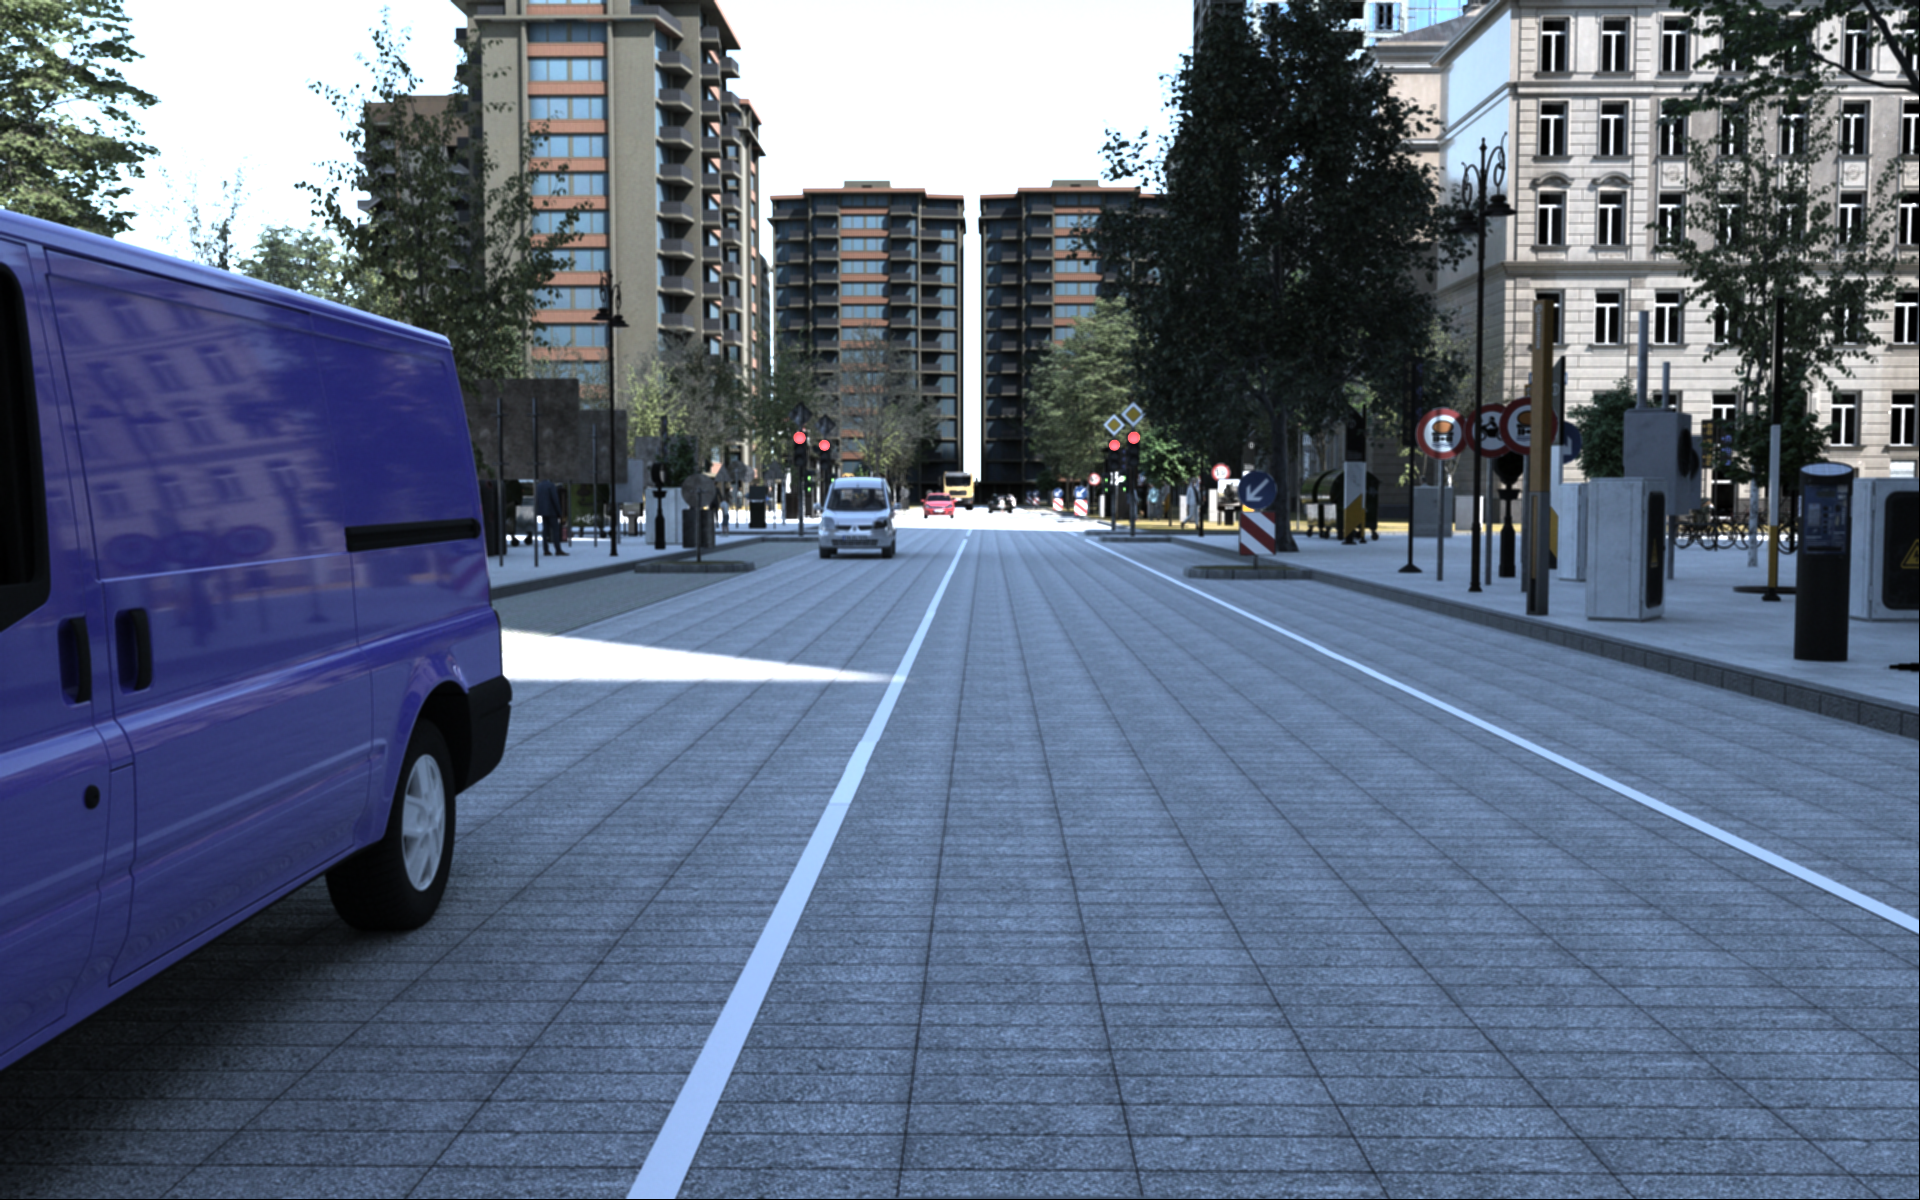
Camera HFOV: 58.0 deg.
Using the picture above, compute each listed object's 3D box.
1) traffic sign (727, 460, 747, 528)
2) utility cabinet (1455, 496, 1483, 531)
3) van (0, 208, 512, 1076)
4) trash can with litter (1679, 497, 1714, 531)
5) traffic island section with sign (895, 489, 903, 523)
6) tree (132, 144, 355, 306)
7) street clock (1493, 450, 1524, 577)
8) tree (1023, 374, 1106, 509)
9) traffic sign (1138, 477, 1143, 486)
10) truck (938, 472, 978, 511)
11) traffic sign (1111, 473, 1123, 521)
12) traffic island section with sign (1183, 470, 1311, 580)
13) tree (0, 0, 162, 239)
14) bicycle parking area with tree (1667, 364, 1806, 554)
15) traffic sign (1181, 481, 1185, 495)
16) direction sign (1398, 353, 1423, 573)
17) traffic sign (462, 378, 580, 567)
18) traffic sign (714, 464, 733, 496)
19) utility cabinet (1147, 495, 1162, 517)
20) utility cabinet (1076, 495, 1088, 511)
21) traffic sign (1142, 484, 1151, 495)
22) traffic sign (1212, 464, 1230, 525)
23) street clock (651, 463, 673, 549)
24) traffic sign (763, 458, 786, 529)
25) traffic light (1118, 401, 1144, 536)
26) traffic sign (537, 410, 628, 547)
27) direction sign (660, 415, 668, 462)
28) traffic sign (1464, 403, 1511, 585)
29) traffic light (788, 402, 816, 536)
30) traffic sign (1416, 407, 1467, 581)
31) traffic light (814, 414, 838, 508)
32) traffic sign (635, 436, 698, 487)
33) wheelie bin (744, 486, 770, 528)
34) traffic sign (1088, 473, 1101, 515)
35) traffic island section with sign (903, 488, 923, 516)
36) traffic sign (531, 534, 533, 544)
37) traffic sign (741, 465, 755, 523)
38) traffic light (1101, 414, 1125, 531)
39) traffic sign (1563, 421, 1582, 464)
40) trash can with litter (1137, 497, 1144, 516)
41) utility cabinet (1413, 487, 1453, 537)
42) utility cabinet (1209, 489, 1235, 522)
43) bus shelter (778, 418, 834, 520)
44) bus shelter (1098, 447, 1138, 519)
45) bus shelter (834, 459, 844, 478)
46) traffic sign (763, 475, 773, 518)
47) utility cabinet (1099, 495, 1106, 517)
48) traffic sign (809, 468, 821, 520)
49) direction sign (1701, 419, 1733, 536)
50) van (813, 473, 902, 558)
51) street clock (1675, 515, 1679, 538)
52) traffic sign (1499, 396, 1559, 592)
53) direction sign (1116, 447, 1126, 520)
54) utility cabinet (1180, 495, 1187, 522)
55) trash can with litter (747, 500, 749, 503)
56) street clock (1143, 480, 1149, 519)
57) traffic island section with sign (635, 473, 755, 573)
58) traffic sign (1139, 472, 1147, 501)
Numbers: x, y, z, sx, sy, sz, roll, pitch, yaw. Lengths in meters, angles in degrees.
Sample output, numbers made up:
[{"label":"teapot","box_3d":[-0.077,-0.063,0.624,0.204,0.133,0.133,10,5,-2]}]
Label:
[{"label":"traffic sign","box_3d":[-8.450,-4.005,65.584,0.768,2.556,0.104,0,4,2]},{"label":"utility cabinet","box_3d":[17.867,-3.035,60.776,0.306,1.237,1.020,-2,4,-32]},{"label":"van","box_3d":[-2.697,0.018,4.090,2.240,2.365,5.245,0,4,0]},{"label":"trash can with litter","box_3d":[25.408,-2.963,59.826,1.055,1.170,0.624,-1,4,-14]},{"label":"traffic island section with sign","box_3d":[-4.014,-4.757,86.404,1.989,1.847,2.006,0,4,1]},{"label":"tree","box_3d":[-15.601,-5.318,37.308,4.360,8.622,3.978,0,3,0]},{"label":"street clock","box_3d":[8.464,-1.356,26.736,0.471,2.002,0.358,0,4,-4]},{"label":"tree","box_3d":[9.129,-13.380,144.523,9.928,11.665,9.643,0,3,0]},{"label":"traffic sign","box_3d":[12.281,-7.336,119.947,0.884,2.594,0.081,1,4,9]},{"label":"truck","box_3d":[-0.108,-9.586,152.654,3.469,3.379,9.791,0,4,1]},{"label":"traffic sign","box_3d":[7.332,-4.820,80.938,0.606,2.300,0.079,1,4,9]},{"label":"traffic island section with sign","box_3d":[4.912,-1.304,29.956,1.989,1.847,2.006,0,4,1]},{"label":"tree","box_3d":[-16.709,-6.702,27.702,7.486,12.596,7.792,0,3,0]},{"label":"bicycle parking area with tree","box_3d":[20.693,-3.187,39.102,8.231,4.147,9.016,-1,4,-8]},{"label":"traffic sign","box_3d":[11.531,-5.507,90.142,0.768,2.556,0.104,0,4,6]},{"label":"direction sign","box_3d":[7.386,-2.221,28.313,0.379,3.537,0.876,2,4,33]},{"label":"traffic sign","box_3d":[-7.816,-2.246,30.589,2.265,3.308,0.079,0,4,7]},{"label":"traffic sign","box_3d":[-10.196,-4.559,74.536,0.884,2.594,0.081,0,4,5]},{"label":"utility cabinet","box_3d":[10.745,-5.175,95.778,1.020,1.237,0.306,-3,5,-40]},{"label":"utility cabinet","box_3d":[9.092,-7.225,129.287,0.306,1.237,1.020,3,5,44]},{"label":"traffic sign","box_3d":[12.287,-6.890,112.656,0.884,2.594,0.081,1,4,9]},{"label":"traffic sign","box_3d":[10.866,-4.408,72.179,0.768,2.556,0.104,1,4,9]},{"label":"street clock","box_3d":[-6.973,-2.180,40.220,0.358,2.002,0.471,1,4,13]},{"label":"traffic sign","box_3d":[-6.776,-3.868,63.240,0.884,2.594,0.081,1,4,8]},{"label":"traffic light","box_3d":[5.232,-3.894,52.583,0.839,4.253,0.868,0,4,1]},{"label":"traffic sign","box_3d":[-9.159,-2.941,41.963,2.265,3.308,0.079,0,4,8]},{"label":"direction sign","box_3d":[-8.551,-3.553,50.093,0.379,3.537,0.876,-1,4,-20]},{"label":"traffic sign","box_3d":[7.463,-1.486,24.399,0.768,2.556,0.104,0,4,4]},{"label":"traffic light","box_3d":[-4.828,-3.902,52.726,0.839,4.253,0.868,0,4,1]},{"label":"traffic sign","box_3d":[7.115,-1.559,25.600,0.768,2.556,0.104,1,4,10]},{"label":"traffic light","box_3d":[-4.702,-4.391,60.710,0.839,4.253,0.868,0,4,1]},{"label":"traffic sign","box_3d":[-10.349,-4.111,61.088,2.265,3.308,0.079,0,4,5]},{"label":"wheelie bin","box_3d":[-7.591,-3.483,64.862,0.980,1.594,0.693,0,4,0]},{"label":"traffic sign","box_3d":[8.086,-6.376,104.352,0.768,2.556,0.104,0,4,3]},{"label":"traffic island section with sign","box_3d":[-3.578,-6.444,113.992,1.989,1.847,2.006,0,4,1]},{"label":"traffic sign","box_3d":[-10.939,-2.692,44.115,0.768,2.556,0.104,0,4,4]},{"label":"traffic sign","box_3d":[-9.486,-4.699,76.935,0.768,2.556,0.104,1,4,9]},{"label":"traffic light","box_3d":[5.359,-4.382,60.567,0.839,4.253,0.868,0,4,1]},{"label":"traffic sign","box_3d":[10.380,-1.833,30.079,0.768,2.556,0.104,0,4,8]},{"label":"trash can with litter","box_3d":[10.651,-5.570,102.450,0.624,1.170,1.055,-2,4,-31]},{"label":"utility cabinet","box_3d":[13.904,-2.591,51.037,1.173,1.500,0.318,1,4,16]},{"label":"utility cabinet","box_3d":[11.846,-4.256,78.268,1.173,1.500,0.318,1,4,11]},{"label":"bus shelter","box_3d":[-8.302,-6.960,91.429,2.179,5.291,8.768,0,4,1]},{"label":"bus shelter","box_3d":[8.129,-5.986,89.160,1.731,3.624,6.357,0,4,1]},{"label":"bus shelter","box_3d":[-8.479,-7.785,104.917,2.179,5.291,8.768,0,4,1]},{"label":"traffic sign","box_3d":[-10.312,-5.586,93.466,0.606,2.300,0.079,1,4,9]},{"label":"utility cabinet","box_3d":[8.221,-5.171,95.708,1.020,1.237,0.306,-1,4,-12]},{"label":"traffic sign","box_3d":[-7.247,-5.215,85.367,0.768,2.556,0.104,0,4,2]},{"label":"direction sign","box_3d":[22.986,-3.711,52.678,0.876,3.537,0.379,2,4,32]},{"label":"van","box_3d":[-2.340,-2.017,39.991,2.013,2.044,4.112,0,4,-1]},{"label":"street clock","box_3d":[20.865,-2.811,50.528,0.358,2.002,0.471,-2,4,-34]},{"label":"traffic sign","box_3d":[7.402,-1.378,22.639,0.768,2.556,0.104,0,4,3]},{"label":"direction sign","box_3d":[7.823,-5.641,84.235,0.379,3.537,0.876,-2,4,-26]},{"label":"utility cabinet","box_3d":[10.483,-4.288,81.267,0.306,1.237,1.020,1,4,11]},{"label":"trash can with litter","box_3d":[-11.052,-5.023,93.505,0.624,1.170,1.055,1,4,14]},{"label":"street clock","box_3d":[9.689,-5.249,90.393,0.358,2.002,0.471,1,4,18]},{"label":"traffic island section with sign","box_3d":[-4.868,-1.438,32.142,1.989,1.847,2.006,0,4,1]},{"label":"traffic sign","box_3d":[9.821,-5.571,91.184,0.768,2.556,0.104,0,4,4]}]
